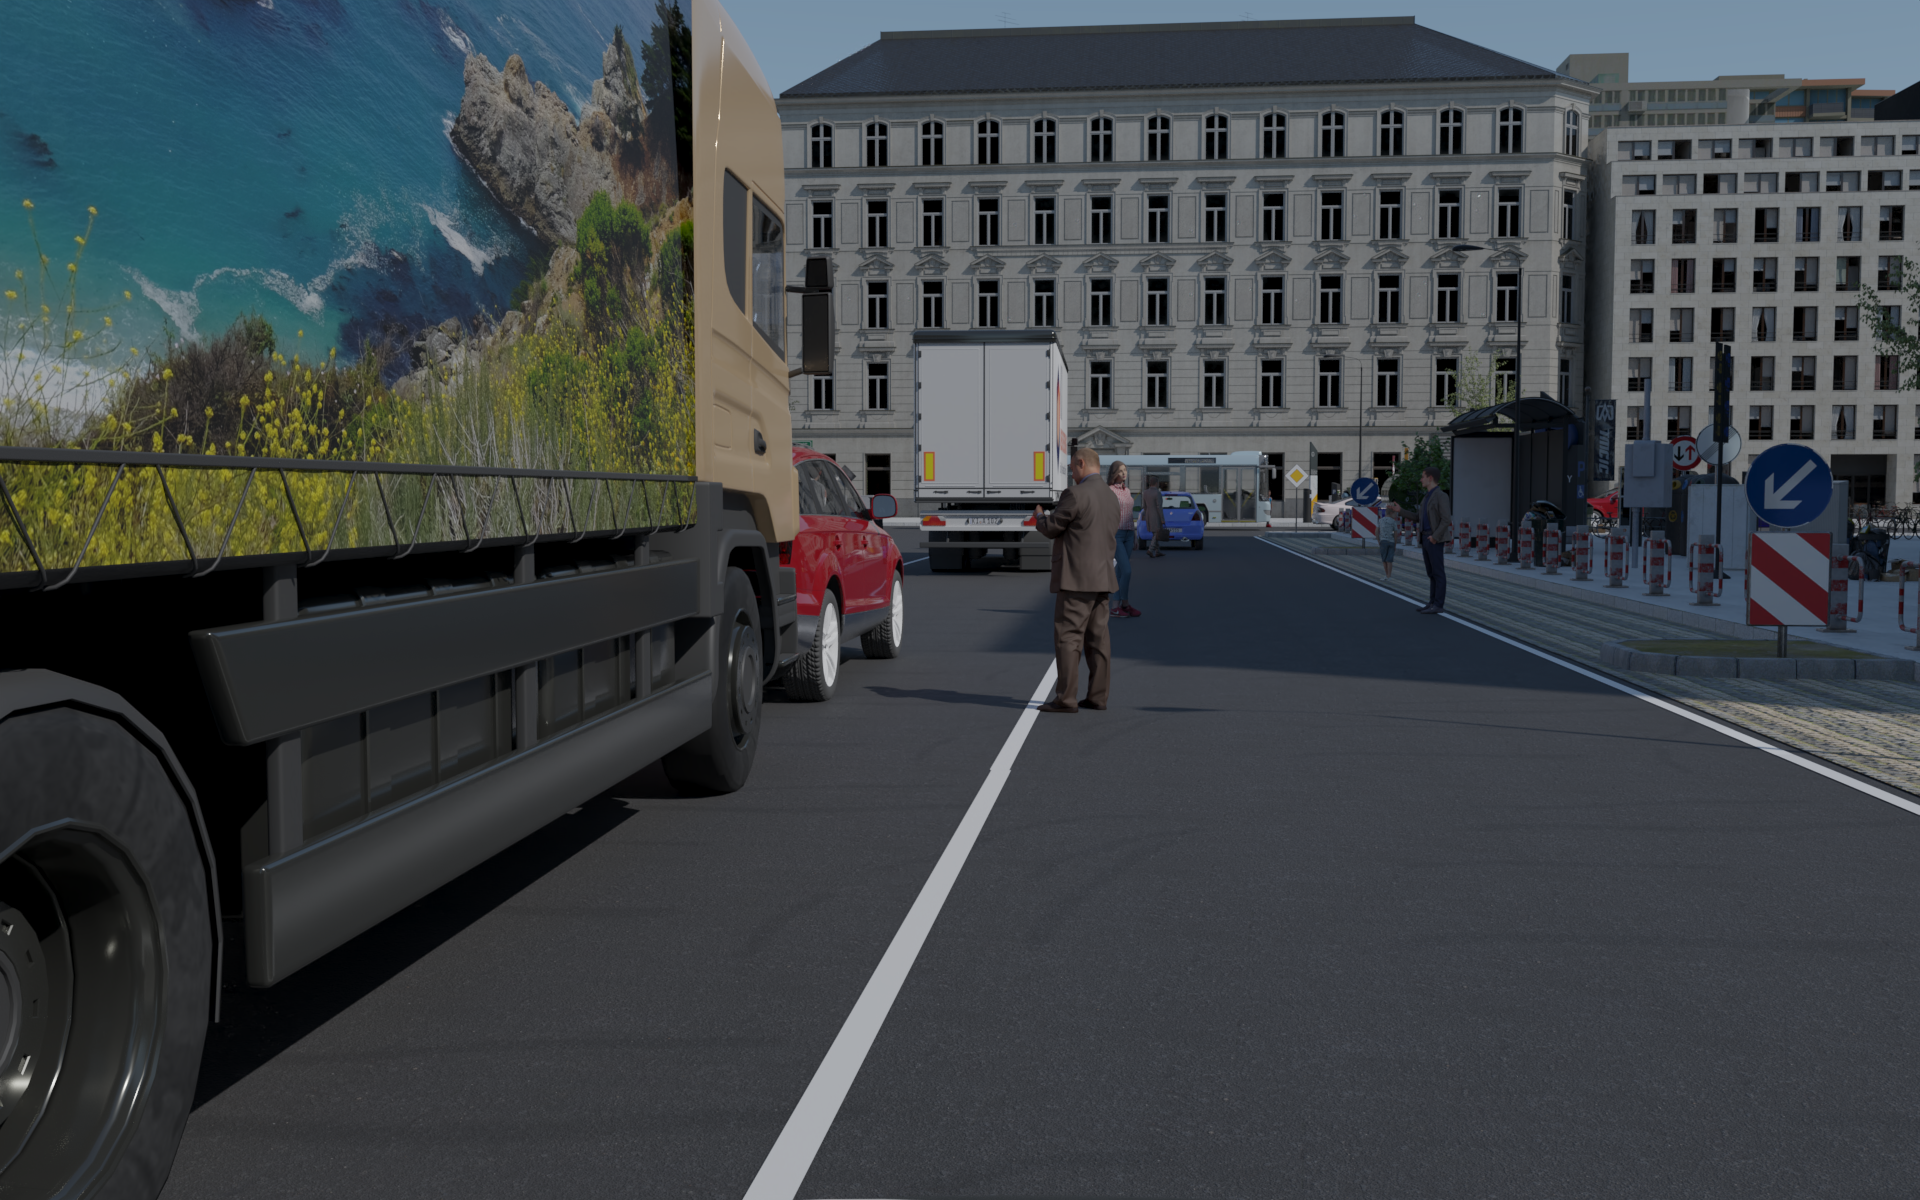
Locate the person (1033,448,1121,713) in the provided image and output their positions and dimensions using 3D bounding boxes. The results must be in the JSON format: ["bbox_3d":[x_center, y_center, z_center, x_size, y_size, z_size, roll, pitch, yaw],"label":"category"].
[{"bbox_3d":[0.760,-0.143,11.524,0.600,1.739,0.565,1,4,15],"label":"person"}]

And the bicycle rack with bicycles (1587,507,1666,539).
[{"bbox_3d":[19.093,-2.200,49.353,2.852,0.926,2.925,-2,4,-27],"label":"bicycle rack with bicycles"}]

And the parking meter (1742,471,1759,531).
[{"bbox_3d":[20.166,-2.353,44.182,0.255,1.863,0.399,-2,4,-35],"label":"parking meter"}]

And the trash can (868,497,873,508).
[{"bbox_3d":[-3.853,-4.168,79.795,0.748,1.137,0.748,0,3,0],"label":"trash can"}]

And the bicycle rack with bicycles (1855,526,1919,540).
[{"bbox_3d":[26.922,-2.181,49.043,2.852,0.926,2.925,0,4,5],"label":"bicycle rack with bicycles"}]

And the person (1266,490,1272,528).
[{"bbox_3d":[13.190,-3.912,74.328,0.647,1.594,0.662,-3,5,-44],"label":"person"}]

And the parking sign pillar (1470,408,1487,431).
[{"bbox_3d":[16.534,-4.050,54.684,1.447,3.967,1.447,3,5,41],"label":"parking sign pillar"}]

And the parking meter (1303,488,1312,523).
[{"bbox_3d":[15.446,-4.197,77.027,0.372,1.533,0.369,0,3,0],"label":"parking meter"}]

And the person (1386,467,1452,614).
[{"bbox_3d":[5.534,-0.727,20.911,0.750,1.759,0.617,1,4,11],"label":"person"}]

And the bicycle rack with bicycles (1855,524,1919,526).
[{"bbox_3d":[41.424,-3.870,76.655,2.925,0.926,2.852,1,4,10],"label":"bicycle rack with bicycles"}]

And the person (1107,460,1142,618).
[{"bbox_3d":[1.862,-0.711,20.133,0.388,1.821,0.555,2,4,32],"label":"person"}]

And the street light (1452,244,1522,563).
[{"bbox_3d":[9.857,-3.658,32.346,1.470,5.913,1.316,0,4,6],"label":"street light"}]

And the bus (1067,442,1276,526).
[{"bbox_3d":[6.616,-4.572,69.614,13.247,3.499,2.948,0,4,8],"label":"bus"}]

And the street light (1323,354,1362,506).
[{"bbox_3d":[12.735,-5.194,57.460,1.470,5.913,1.316,0,4,6],"label":"street light"}]

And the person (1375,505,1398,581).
[{"bbox_3d":[7.019,-0.936,28.484,0.352,1.250,0.332,-2,4,-35],"label":"person"}]

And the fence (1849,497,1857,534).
[{"bbox_3d":[28.130,-2.727,55.795,2.264,1.192,0.480,-3,4,-37],"label":"fence"}]

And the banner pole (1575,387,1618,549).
[{"bbox_3d":[14.851,-3.081,40.395,0.863,3.779,0.401,1,4,20],"label":"banner pole"}]

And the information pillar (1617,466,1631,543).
[{"bbox_3d":[17.403,-2.499,45.358,0.304,2.012,0.304,1,4,13],"label":"information pillar"}]

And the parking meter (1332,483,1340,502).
[{"bbox_3d":[19.067,-5.024,87.854,0.255,1.863,0.399,-3,5,-40],"label":"parking meter"}]

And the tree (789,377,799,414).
[{"bbox_3d":[-12.084,-9.627,107.761,4.360,8.622,3.978,0,3,0],"label":"tree"}]

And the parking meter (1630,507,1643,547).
[{"bbox_3d":[16.505,-2.234,42.237,0.255,1.863,0.399,2,4,27],"label":"parking meter"}]

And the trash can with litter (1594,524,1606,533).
[{"bbox_3d":[20.728,-2.785,56.928,1.055,1.170,0.624,0,4,-1],"label":"trash can with litter"}]

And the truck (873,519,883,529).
[{"bbox_3d":[-3.901,-2.113,24.309,2.967,4.110,18.799,0,4,7],"label":"truck"}]

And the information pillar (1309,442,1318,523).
[{"bbox_3d":[15.789,-5.267,77.465,0.504,3.616,0.183,-3,5,-41],"label":"information pillar"}]

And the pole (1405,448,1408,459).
[{"bbox_3d":[19.699,-5.056,76.501,0.158,3.312,0.155,0,3,0],"label":"pole"}]

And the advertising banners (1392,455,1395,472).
[{"bbox_3d":[19.352,-5.001,77.947,0.090,3.025,2.074,2,4,25],"label":"advertising banners"}]

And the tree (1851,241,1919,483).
[{"bbox_3d":[22.028,-5.335,37.595,4.737,8.622,4.395,0,3,0],"label":"tree"}]

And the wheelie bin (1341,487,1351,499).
[{"bbox_3d":[18.180,-4.452,80.696,0.980,1.594,0.693,-3,5,-42],"label":"wheelie bin"}]

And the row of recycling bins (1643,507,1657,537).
[{"bbox_3d":[21.295,-2.784,52.637,1.069,1.692,3.534,1,4,22],"label":"row of recycling bins"}]

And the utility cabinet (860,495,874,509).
[{"bbox_3d":[-4.661,-4.510,84.897,1.020,1.237,0.306,1,4,21],"label":"utility cabinet"}]

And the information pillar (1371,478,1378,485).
[{"bbox_3d":[19.003,-4.599,79.682,0.304,2.012,0.304,2,4,35],"label":"information pillar"}]

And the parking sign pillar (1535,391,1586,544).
[{"bbox_3d":[15.496,-3.445,44.798,1.447,3.967,1.447,-3,4,-38],"label":"parking sign pillar"}]

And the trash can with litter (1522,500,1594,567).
[{"bbox_3d":[10.541,-1.180,30.675,1.055,1.170,0.624,-2,4,-27],"label":"trash can with litter"}]

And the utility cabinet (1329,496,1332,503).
[{"bbox_3d":[19.408,-4.816,89.899,0.306,1.237,1.020,0,4,-2],"label":"utility cabinet"}]

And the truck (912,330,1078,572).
[{"bbox_3d":[0.899,-2.831,35.207,2.839,4.237,11.283,0,4,5],"label":"truck"}]

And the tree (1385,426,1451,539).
[{"bbox_3d":[13.963,-3.564,52.867,1.663,3.219,1.824,0,3,0],"label":"tree"}]

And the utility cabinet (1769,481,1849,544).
[{"bbox_3d":[14.190,-1.243,29.002,0.318,1.500,1.173,-3,4,-36],"label":"utility cabinet"}]

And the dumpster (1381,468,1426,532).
[{"bbox_3d":[14.562,-3.290,56.285,1.502,2.255,1.985,0,4,6],"label":"dumpster"}]

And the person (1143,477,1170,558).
[{"bbox_3d":[4.444,-1.870,39.181,0.767,1.812,0.694,-2,4,-35],"label":"person"}]

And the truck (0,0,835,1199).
[{"bbox_3d":[-2.486,-0.984,4.995,2.839,4.237,11.283,0,4,5],"label":"truck"}]

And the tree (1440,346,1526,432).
[{"bbox_3d":[26.221,-8.329,86.543,4.737,8.622,4.395,0,3,0],"label":"tree"}]

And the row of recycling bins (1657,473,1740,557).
[{"bbox_3d":[15.157,-1.724,35.293,1.069,1.692,3.534,1,4,12],"label":"row of recycling bins"}]
